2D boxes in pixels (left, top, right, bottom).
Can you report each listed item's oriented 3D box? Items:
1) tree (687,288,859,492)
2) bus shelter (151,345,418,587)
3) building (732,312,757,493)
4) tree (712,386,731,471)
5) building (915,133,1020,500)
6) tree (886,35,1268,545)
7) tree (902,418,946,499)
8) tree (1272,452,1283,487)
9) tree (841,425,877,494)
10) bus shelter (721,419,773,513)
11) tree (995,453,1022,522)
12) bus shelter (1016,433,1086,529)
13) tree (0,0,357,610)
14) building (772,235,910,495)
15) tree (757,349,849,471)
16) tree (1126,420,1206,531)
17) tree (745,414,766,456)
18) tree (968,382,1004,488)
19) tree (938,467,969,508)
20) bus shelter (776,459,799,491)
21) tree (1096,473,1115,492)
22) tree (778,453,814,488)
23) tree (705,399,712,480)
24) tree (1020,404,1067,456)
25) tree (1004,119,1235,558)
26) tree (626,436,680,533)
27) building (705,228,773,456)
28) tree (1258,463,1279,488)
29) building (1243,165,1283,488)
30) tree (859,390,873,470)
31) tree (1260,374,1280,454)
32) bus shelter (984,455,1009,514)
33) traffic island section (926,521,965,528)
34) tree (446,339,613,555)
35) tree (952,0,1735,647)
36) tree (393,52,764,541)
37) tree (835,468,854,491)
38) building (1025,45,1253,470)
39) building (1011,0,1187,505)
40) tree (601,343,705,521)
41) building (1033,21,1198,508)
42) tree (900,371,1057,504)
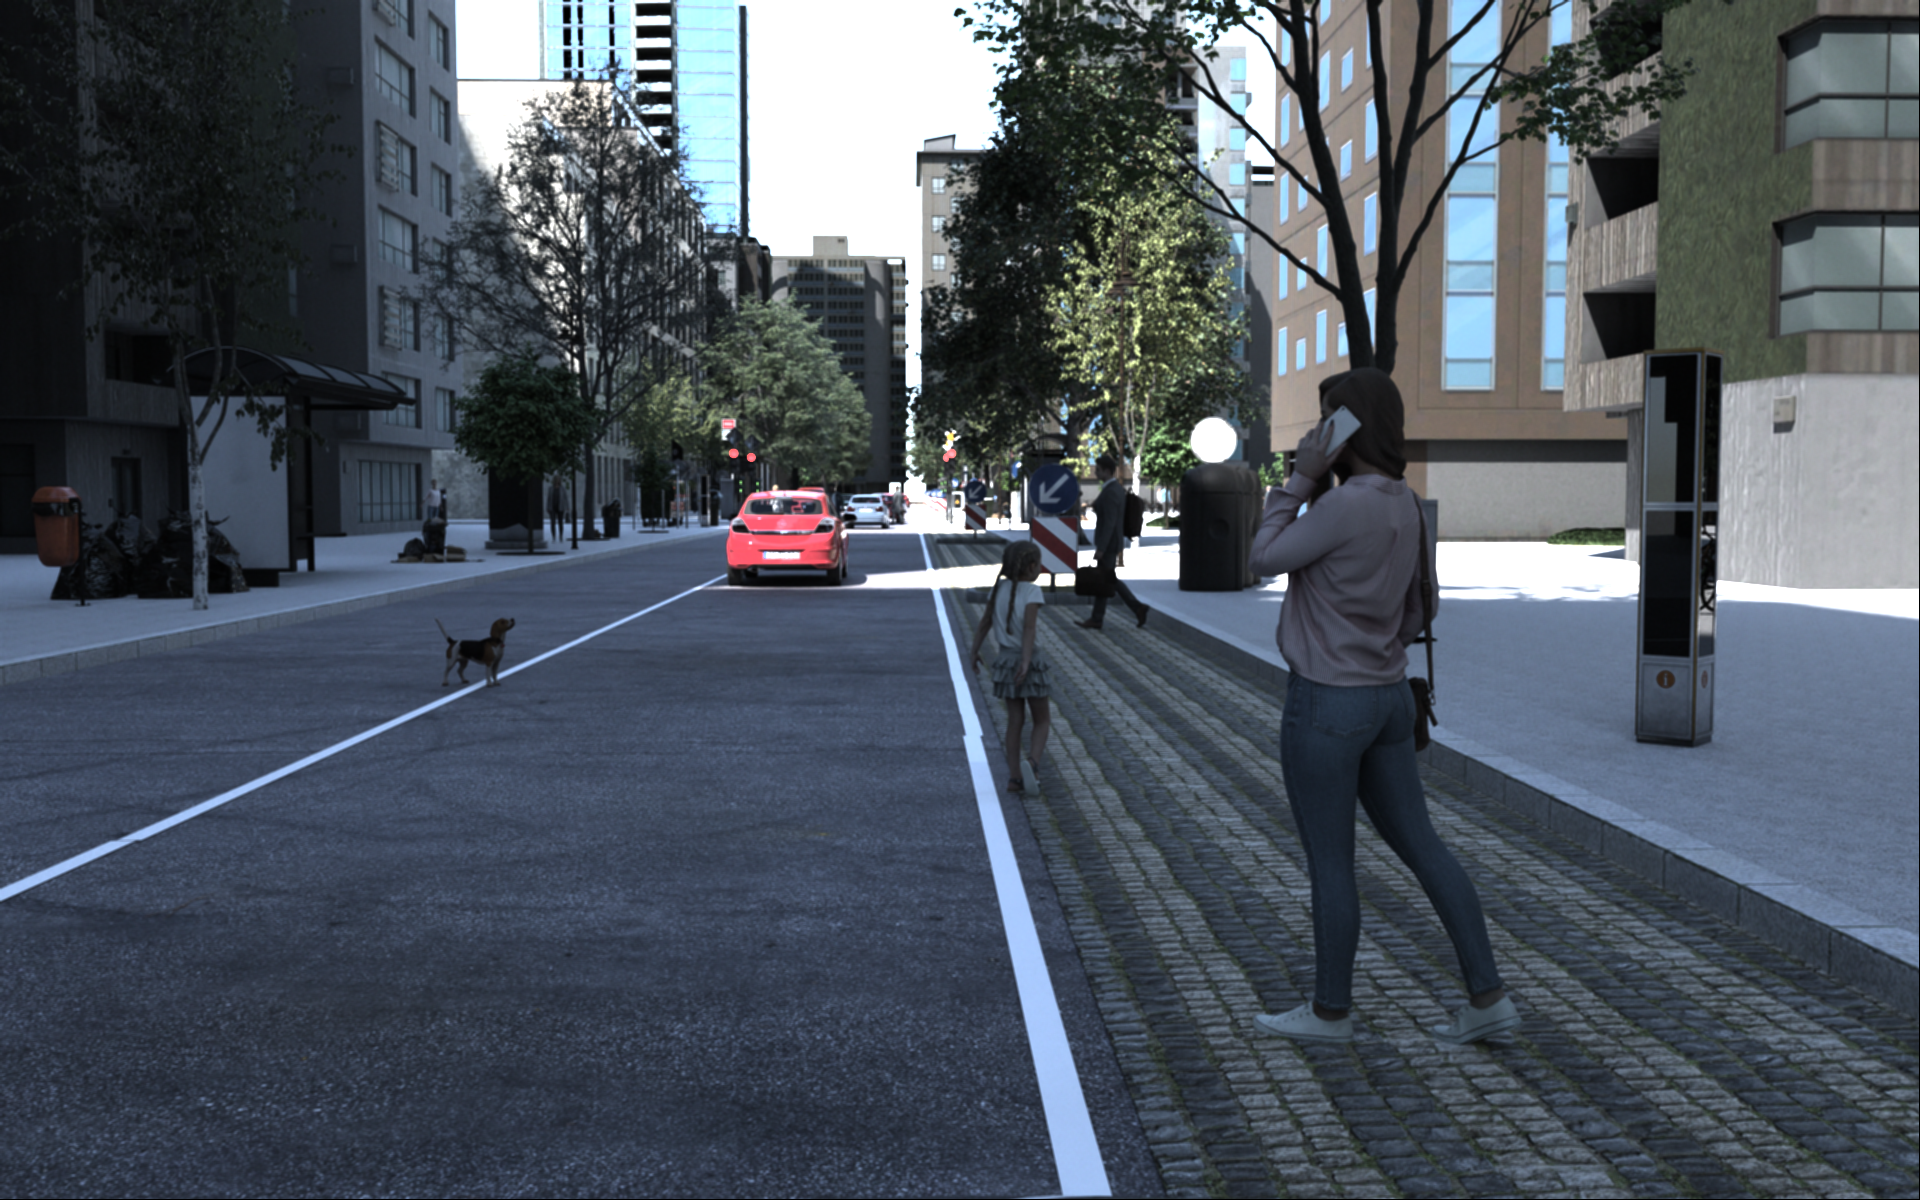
[{"bbox_3d":[-11.669,-12.221,106.476,9.857,13.997,8.962,0,3,0],"label":"tree"},{"bbox_3d":[-10.021,-1.980,26.301,2.014,3.302,5.546,0,4,-1],"label":"bus shelter"},{"bbox_3d":[-35.060,-19.878,170.051,27.650,21.520,28.899,0,4,-2],"label":"building"},{"bbox_3d":[-15.908,-8.952,96.729,4.737,8.622,4.395,0,3,0],"label":"tree"},{"bbox_3d":[7.094,-41.104,261.288,27.495,52.752,28.713,0,4,-2],"label":"building"},{"bbox_3d":[2.950,-7.732,43.422,9.611,12.733,9.660,0,3,0],"label":"tree"},{"bbox_3d":[-1.748,-17.627,194.857,9.857,13.997,8.962,0,3,0],"label":"tree"},{"bbox_3d":[20.567,-7.419,105.012,4.285,4.588,4.351,0,3,0],"label":"tree"},{"bbox_3d":[-14.775,-17.511,220.718,8.767,10.594,7.601,0,4,-2],"label":"tree"},{"bbox_3d":[-11.689,-7.179,95.002,2.179,5.291,8.768,0,4,-2],"label":"bus shelter"},{"bbox_3d":[2.691,-5.235,80.198,1.663,3.219,1.824,0,3,0],"label":"tree"},{"bbox_3d":[3.097,-4.055,60.225,2.014,3.302,5.546,0,4,-2],"label":"bus shelter"},{"bbox_3d":[-8.427,-4.183,18.750,4.360,8.622,3.978,0,3,0],"label":"tree"},{"bbox_3d":[-19.660,-34.903,262.540,23.993,40.220,32.217,0,4,-2],"label":"building"},{"bbox_3d":[-12.444,-13.286,135.360,7.486,12.596,7.792,0,3,0],"label":"tree"},{"bbox_3d":[7.405,-4.738,61.183,4.285,4.588,4.351,0,3,0],"label":"tree"},{"bbox_3d":[-17.357,-11.928,145.388,4.360,8.622,3.978,0,3,0],"label":"tree"},{"bbox_3d":[2.219,-6.379,54.658,4.737,8.622,4.395,0,3,0],"label":"tree"},{"bbox_3d":[-0.477,-10.979,163.213,4.285,4.588,4.351,0,3,0],"label":"tree"},{"bbox_3d":[-11.698,-7.767,118.267,1.731,3.624,6.357,0,4,-1],"label":"bus shelter"},{"bbox_3d":[11.450,-8.427,132.377,1.663,3.219,1.824,0,3,0],"label":"tree"},{"bbox_3d":[-12.400,-8.799,127.575,4.285,4.588,4.351,0,3,0],"label":"tree"},{"bbox_3d":[-15.633,-8.591,90.822,4.737,8.622,4.395,0,3,0],"label":"tree"},{"bbox_3d":[6.368,-11.241,134.147,4.360,8.622,3.978,0,3,0],"label":"tree"},{"bbox_3d":[3.517,-5.159,34.713,4.737,8.622,4.395,0,3,0],"label":"tree"},{"bbox_3d":[-10.174,-3.848,57.508,1.663,3.219,1.824,0,3,0],"label":"tree"},{"bbox_3d":[-28.346,-25.728,192.351,14.160,30.474,14.107,0,4,-2],"label":"building"},{"bbox_3d":[18.993,-7.002,109.082,1.663,3.219,1.824,0,3,0],"label":"tree"},{"bbox_3d":[36.860,-32.660,217.582,14.086,41.232,14.154,0,4,-2],"label":"building"},{"bbox_3d":[-12.176,-15.191,155.034,9.857,13.997,8.962,0,3,0],"label":"tree"},{"bbox_3d":[19.032,-9.082,98.859,4.360,8.622,3.978,0,3,0],"label":"tree"},{"bbox_3d":[2.121,-7.066,106.816,1.731,3.624,6.357,0,4,-2],"label":"bus shelter"},{"bbox_3d":[-0.571,-3.595,81.054,2.009,0.180,2.903,0,4,-2],"label":"traffic island section"},{"bbox_3d":[-9.103,-3.245,36.766,4.285,4.588,4.351,0,3,0],"label":"tree"},{"bbox_3d":[3.564,-5.456,14.957,9.928,11.665,9.643,0,3,0],"label":"tree"},{"bbox_3d":[-10.148,-8.395,47.622,12.009,13.543,11.850,0,3,0],"label":"tree"},{"bbox_3d":[-14.102,-15.166,198.328,4.360,8.622,3.978,0,3,0],"label":"tree"},{"bbox_3d":[18.658,-34.789,188.406,23.786,49.044,30.456,0,4,-2],"label":"building"},{"bbox_3d":[16.010,-47.394,213.150,20.563,71.187,20.611,0,4,-2],"label":"building"},{"bbox_3d":[-15.263,-8.130,83.296,4.737,8.622,4.395,0,3,0],"label":"tree"},{"bbox_3d":[14.451,-31.556,166.048,14.600,45.320,14.200,0,4,-2],"label":"building"},{"bbox_3d":[1.592,-12.717,118.300,12.009,13.543,11.850,0,3,0],"label":"tree"}]
